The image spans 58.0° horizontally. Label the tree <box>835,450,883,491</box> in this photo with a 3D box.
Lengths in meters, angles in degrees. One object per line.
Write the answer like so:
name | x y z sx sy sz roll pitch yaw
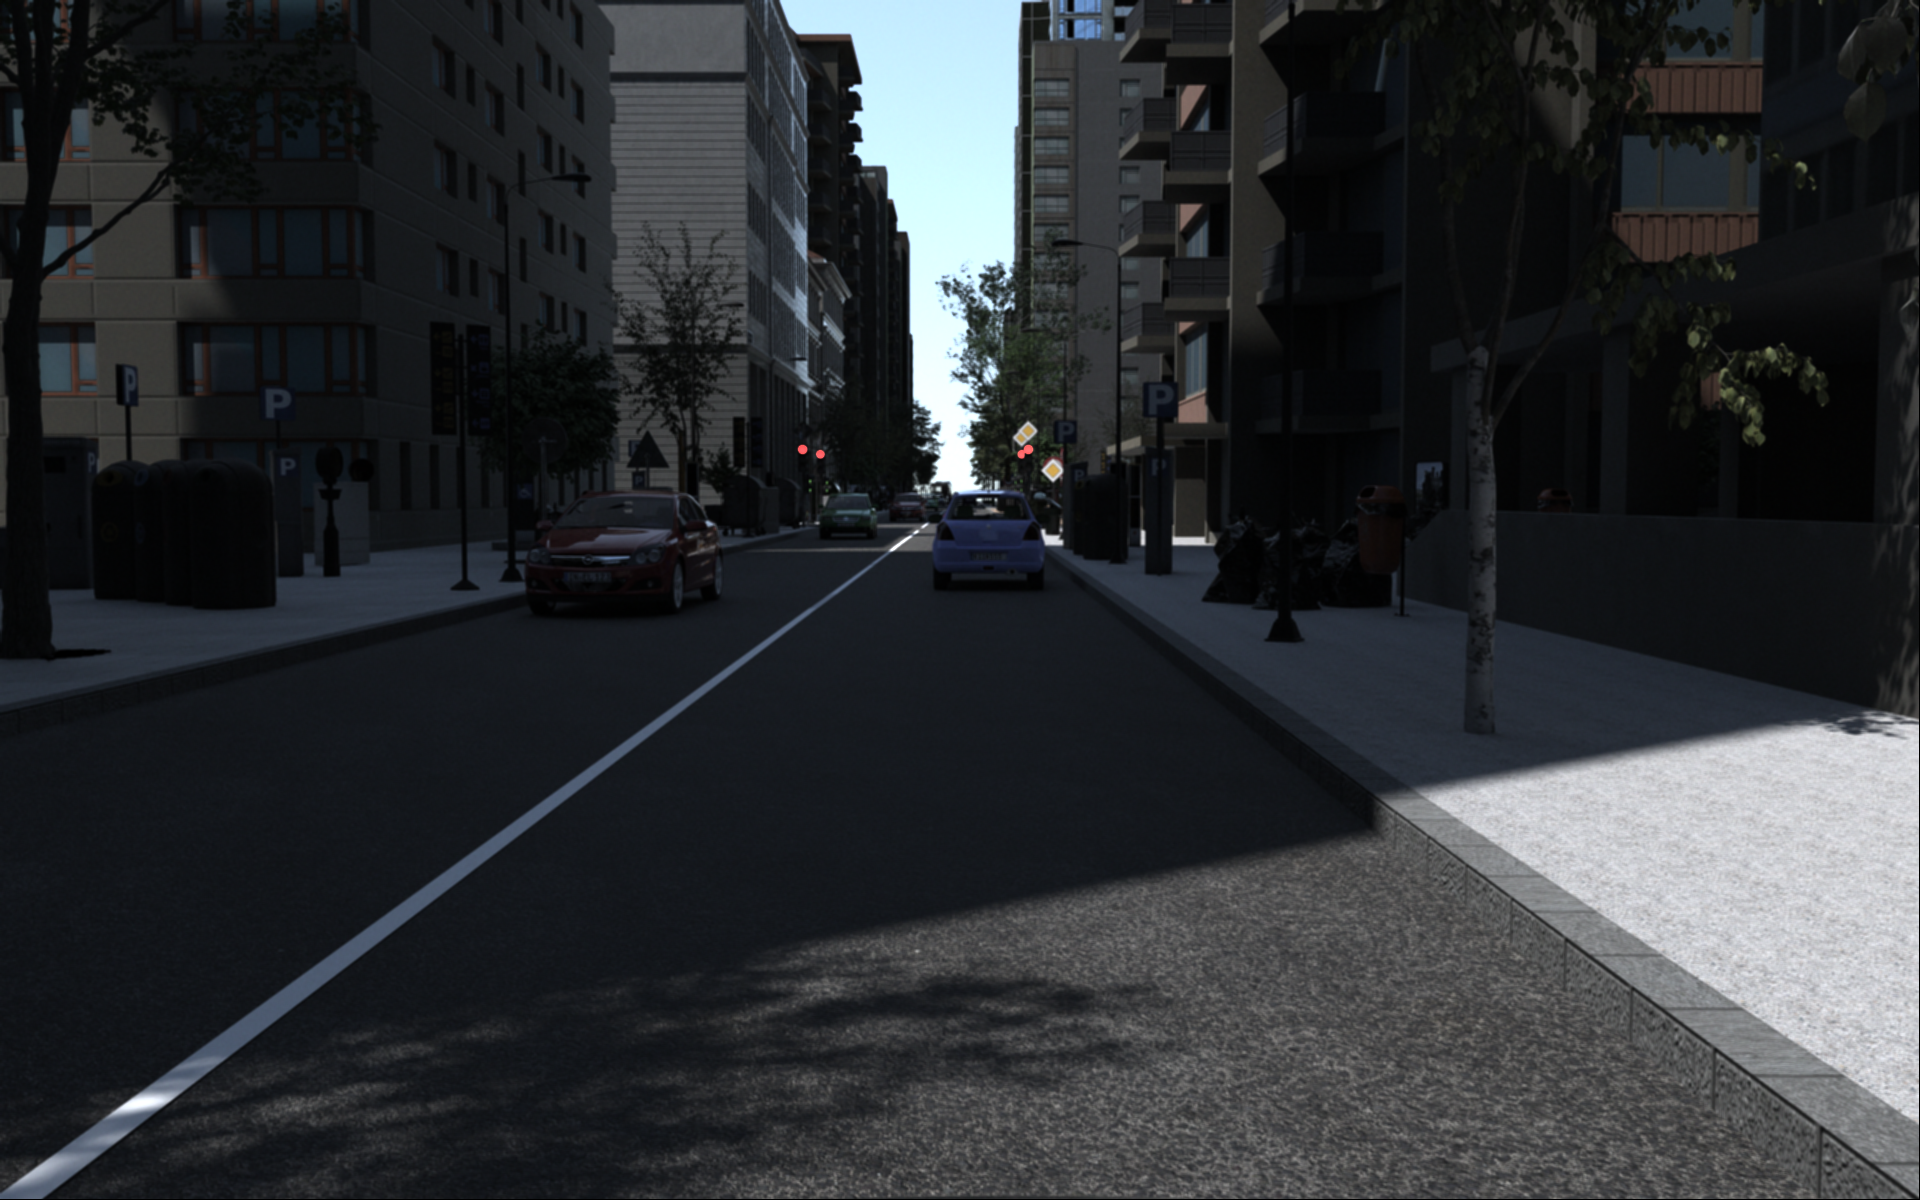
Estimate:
tree | -7.062 -8.401 121.062 4.285 4.588 4.351 0 3 0

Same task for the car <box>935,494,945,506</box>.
car | -2.714 -12.030 208.695 2.014 1.417 4.499 0 4 -1

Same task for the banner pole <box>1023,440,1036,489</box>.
banner pole | 3.249 -5.530 80.427 0.863 3.779 0.401 -1 4 -19

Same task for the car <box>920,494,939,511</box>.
car | -2.712 -8.279 144.160 1.959 1.807 4.718 0 4 0

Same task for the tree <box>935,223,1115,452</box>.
tree | 4.459 -16.272 121.934 12.611 20.169 13.585 0 3 0

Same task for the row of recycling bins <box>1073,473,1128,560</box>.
row of recycling bins | 2.893 -1.724 35.307 1.069 1.692 3.534 0 3 0

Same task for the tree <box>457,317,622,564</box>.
tree | -7.817 -2.983 32.491 4.285 4.588 4.351 0 3 0

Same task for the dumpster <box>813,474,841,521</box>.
dumpster | -6.406 -4.837 81.583 1.502 2.255 1.985 0 4 0

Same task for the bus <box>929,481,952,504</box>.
bus | -2.664 -15.357 245.949 2.948 3.499 13.247 0 4 2

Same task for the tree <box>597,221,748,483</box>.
tree | -7.420 -5.850 46.006 4.360 8.622 3.978 0 3 0

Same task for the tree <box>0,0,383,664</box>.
tree | -7.189 -5.353 13.283 9.928 11.665 9.643 0 3 0

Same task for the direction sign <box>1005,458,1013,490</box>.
direction sign | 3.265 -7.129 108.548 0.876 3.537 0.379 1 4 8

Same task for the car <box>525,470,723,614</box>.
car | -4.195 -0.794 22.022 2.155 1.783 4.494 0 4 2

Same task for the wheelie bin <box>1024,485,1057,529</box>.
wheelie bin | 2.904 -3.397 63.454 0.693 1.594 0.980 -2 4 -27

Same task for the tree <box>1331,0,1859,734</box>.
tree | 2.788 -3.576 8.833 4.737 8.622 4.395 0 3 0

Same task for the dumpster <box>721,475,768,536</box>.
dumpster | -6.648 -2.908 53.310 1.264 1.857 1.865 0 3 0

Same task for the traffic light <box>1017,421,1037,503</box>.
traffic light | 2.588 -4.731 66.279 0.839 4.253 0.868 0 4 0

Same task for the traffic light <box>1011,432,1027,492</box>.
traffic light | 2.620 -5.220 74.264 0.839 4.253 0.868 0 4 0

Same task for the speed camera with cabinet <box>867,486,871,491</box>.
speed camera with cabinet | -7.419 -9.100 143.121 0.660 3.252 2.038 1 4 18

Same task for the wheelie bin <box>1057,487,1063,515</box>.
wheelie bin | 3.926 -4.096 74.874 0.980 1.594 0.693 0 4 -7

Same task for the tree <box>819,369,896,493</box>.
tree | -6.667 -9.312 102.620 4.737 8.622 4.395 0 3 0

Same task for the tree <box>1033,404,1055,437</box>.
tree | 7.424 -11.317 135.389 4.360 8.622 3.978 0 3 0

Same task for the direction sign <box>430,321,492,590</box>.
direction sign | -6.637 -1.903 23.115 0.379 3.537 0.876 3 5 44

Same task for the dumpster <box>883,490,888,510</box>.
dumpster | -6.255 -7.885 134.680 1.264 1.857 1.865 0 4 0

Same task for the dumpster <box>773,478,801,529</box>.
dumpster | -6.550 -3.554 63.859 1.264 1.857 1.865 0 3 0

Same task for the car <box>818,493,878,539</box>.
car | -3.626 -2.915 56.452 1.959 1.807 4.718 0 4 -1

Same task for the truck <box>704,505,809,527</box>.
truck | -15.681 -4.966 70.952 18.799 4.110 2.967 0 4 1

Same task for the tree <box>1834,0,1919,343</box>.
tree | 2.710 -3.180 2.358 4.360 8.622 3.978 0 3 0

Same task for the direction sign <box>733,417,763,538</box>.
direction sign | -6.238 -3.609 51.004 0.876 3.537 0.379 -1 4 -22

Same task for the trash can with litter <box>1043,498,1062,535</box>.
trash can with litter | 3.134 -2.611 54.081 1.055 1.170 0.624 1 4 20

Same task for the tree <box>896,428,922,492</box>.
tree | -6.267 -11.512 138.581 4.737 8.622 4.395 0 3 0

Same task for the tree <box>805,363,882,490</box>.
tree | -6.683 -8.964 96.918 4.360 8.622 3.978 0 3 0

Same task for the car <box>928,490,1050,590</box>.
car | 0.454 -1.079 27.239 1.945 1.707 3.694 0 4 1

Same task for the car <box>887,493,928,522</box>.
car | -2.748 -5.023 91.174 2.155 1.783 4.494 0 4 1

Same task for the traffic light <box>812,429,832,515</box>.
traffic light | -5.941 -5.221 74.283 0.839 4.253 0.868 0 4 0

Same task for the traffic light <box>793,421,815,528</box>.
traffic light | -5.974 -4.733 66.298 0.839 4.253 0.868 0 4 0

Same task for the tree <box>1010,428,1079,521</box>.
tree | 4.224 -6.109 83.603 4.285 4.588 4.351 0 3 0

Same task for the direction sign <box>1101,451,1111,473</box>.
direction sign | 7.645 -6.037 90.707 0.379 3.537 0.876 -2 4 -31

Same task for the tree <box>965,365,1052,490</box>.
tree | 4.309 -14.195 150.221 7.486 12.596 7.792 0 3 0

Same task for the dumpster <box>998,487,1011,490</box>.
dumpster | 3.410 -7.765 132.722 1.264 1.857 1.865 0 4 0

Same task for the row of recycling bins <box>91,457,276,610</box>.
row of recycling bins | -9.205 -0.820 20.520 3.534 1.692 1.069 3 5 42

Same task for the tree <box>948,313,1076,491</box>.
tree | 3.154 -10.644 99.782 9.928 11.665 9.643 0 3 0
